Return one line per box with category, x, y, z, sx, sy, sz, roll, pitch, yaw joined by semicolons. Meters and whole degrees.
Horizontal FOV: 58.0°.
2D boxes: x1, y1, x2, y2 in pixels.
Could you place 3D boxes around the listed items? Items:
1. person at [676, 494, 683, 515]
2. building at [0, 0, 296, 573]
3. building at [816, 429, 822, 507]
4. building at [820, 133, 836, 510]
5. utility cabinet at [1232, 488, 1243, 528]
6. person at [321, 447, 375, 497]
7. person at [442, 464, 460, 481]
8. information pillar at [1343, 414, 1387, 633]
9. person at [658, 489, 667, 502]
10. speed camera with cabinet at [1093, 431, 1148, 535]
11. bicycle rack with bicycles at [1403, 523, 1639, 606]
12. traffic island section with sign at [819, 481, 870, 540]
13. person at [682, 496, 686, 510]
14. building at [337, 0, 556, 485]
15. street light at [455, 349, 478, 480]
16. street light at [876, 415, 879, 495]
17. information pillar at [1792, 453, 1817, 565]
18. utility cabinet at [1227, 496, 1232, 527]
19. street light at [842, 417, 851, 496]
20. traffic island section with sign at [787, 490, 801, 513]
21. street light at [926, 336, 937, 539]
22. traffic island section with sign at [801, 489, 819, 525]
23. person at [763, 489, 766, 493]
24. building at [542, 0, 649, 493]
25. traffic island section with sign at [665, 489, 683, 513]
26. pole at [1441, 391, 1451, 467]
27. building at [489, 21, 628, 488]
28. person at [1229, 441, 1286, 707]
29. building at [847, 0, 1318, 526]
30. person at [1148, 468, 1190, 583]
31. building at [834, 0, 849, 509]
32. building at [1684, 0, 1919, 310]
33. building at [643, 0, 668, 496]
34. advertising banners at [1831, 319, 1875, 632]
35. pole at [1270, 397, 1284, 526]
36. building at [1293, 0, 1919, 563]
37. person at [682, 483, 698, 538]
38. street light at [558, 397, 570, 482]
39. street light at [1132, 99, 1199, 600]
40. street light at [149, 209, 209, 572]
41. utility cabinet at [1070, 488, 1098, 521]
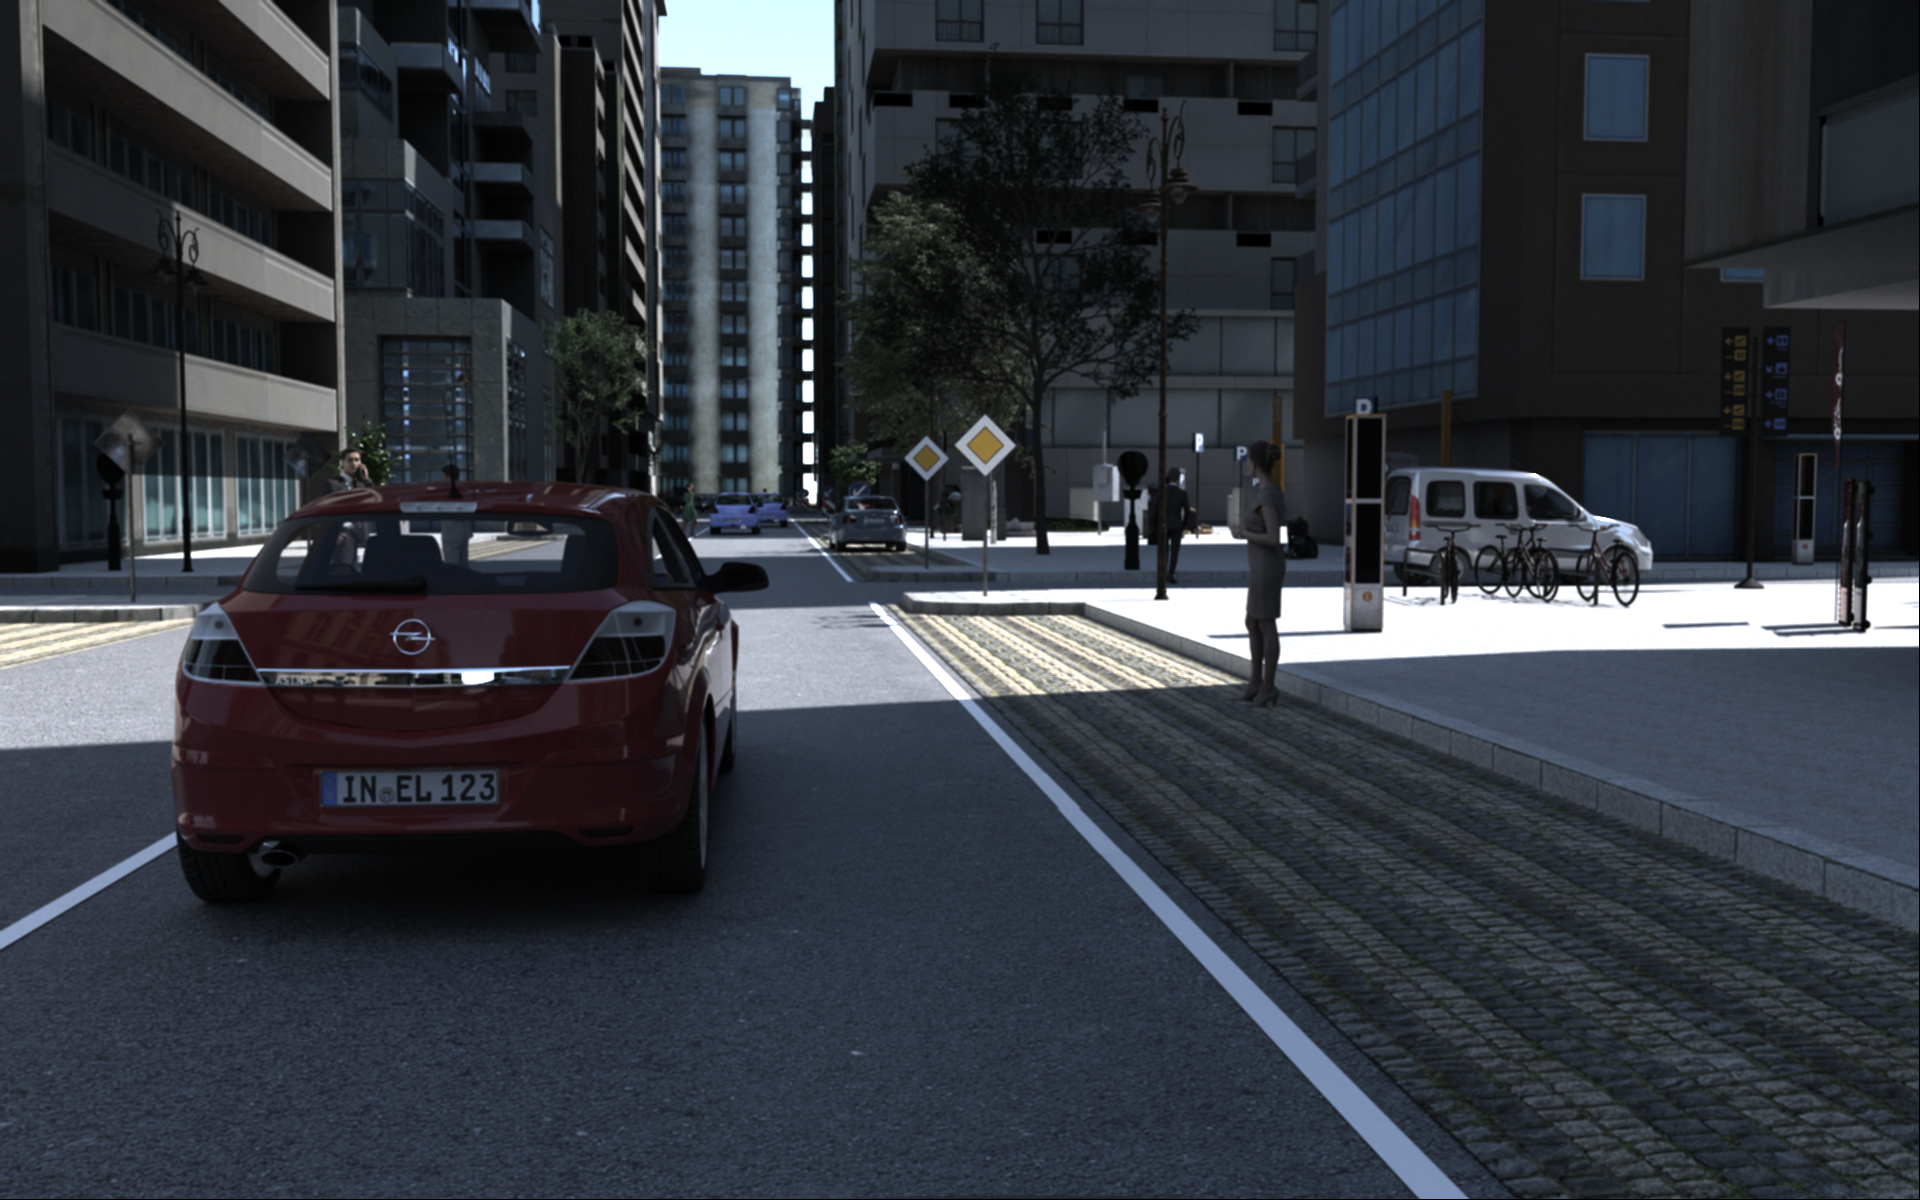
person;-19.061;-6.484;117.752;0.421;1.427;0.697;-2;4;-31
building;-26.674;-25.205;35.801;21.300;48.544;21.600;0;4;-6
building;-2.215;-52.081;164.197;22.319;86.520;31.000;0;4;-6
building;-4.461;-22.667;142.305;14.160;30.474;14.107;0;4;-6
utility cabinet;10.810;-3.441;64.947;1.173;1.500;0.318;0;4;-7
person;-6.117;-0.584;17.411;0.474;1.900;0.648;1;4;9
person;-6.346;-0.789;21.574;0.466;1.800;0.511;0;4;6
information pillar;3.759;-0.710;16.099;0.304;2.012;0.304;0;4;-1
person;-21.419;-7.093;124.913;0.683;1.767;0.568;-3;4;-36
speed camera with cabinet;5.202;-3.653;54.067;2.038;3.252;0.660;2;4;28
bicycle rack with bicycles;6.592;-0.465;20.987;2.852;0.926;2.925;0;4;2
traffic island section with sign;-3.306;-2.800;54.405;1.989;1.847;2.006;0;4;-6
person;-19.044;-6.608;119.725;0.799;1.438;0.628;3;5;42
building;-27.885;-46.256;68.954;22.319;86.520;31.000;0;4;-6
street light;-15.740;-5.049;55.343;0.468;5.910;1.993;0;4;-6
street light;-3.708;-6.383;77.155;0.468;5.910;1.993;0;4;-6
information pillar;15.250;-1.639;31.284;0.304;2.012;0.304;1;4;12
utility cabinet;10.859;-3.406;66.844;1.020;1.237;0.306;-1;4;-11
street light;-6.804;-8.031;104.087;0.468;5.910;1.993;0;4;-6
traffic island section with sign;-11.822;-7.470;130.769;1.989;1.847;2.006;0;4;-6
street light;-0.808;-4.707;49.745;0.468;5.910;1.993;0;4;-6
traffic island section with sign;-6.318;-4.451;81.401;1.989;1.847;2.006;0;4;-6
person;-13.723;-6.918;121.629;0.705;1.821;1.348;-1;4;-23
building;-34.526;-30.758;126.593;21.300;48.544;21.600;0;4;-6
traffic island section with sign;-21.670;-7.404;129.686;1.989;1.847;2.006;0;4;-6
pole;9.591;-2.470;34.232;0.158;3.312;0.155;0;3;0
building;-28.846;-20.658;109.468;14.160;30.474;14.107;0;4;-6
person;1.990;-0.168;11.590;0.374;1.781;0.599;1;4;11
building;8.677;-30.118;81.668;28.713;52.752;27.495;0;4;-6
person;3.395;-1.204;27.958;0.659;1.850;0.755;1;4;13
building;-2.282;-27.171;127.841;14.154;41.232;14.086;0;4;-6
building;11.798;-19.808;7.458;14.154;41.232;14.086;0;4;-6
building;-41.741;-34.997;161.438;27.495;52.752;28.713;0;4;-6
advertising banners;8.666;-1.264;16.862;0.090;3.025;2.074;1;4;18
pole;6.647;-2.602;36.383;0.158;3.312;0.155;0;3;0
building;16.473;-23.722;37.962;14.200;45.320;14.600;0;4;-6
person;-8.836;-2.920;56.489;0.529;1.795;0.600;1;4;9
street light;-18.765;-6.697;82.283;0.468;5.910;1.993;0;4;-6
street light;2.447;-2.940;20.860;0.468;5.910;1.993;0;4;-6
street light;-12.743;-3.401;28.401;0.468;5.910;1.993;0;4;-6
utility cabinet;4.681;-3.458;65.216;1.173;1.500;0.318;3;5;44
